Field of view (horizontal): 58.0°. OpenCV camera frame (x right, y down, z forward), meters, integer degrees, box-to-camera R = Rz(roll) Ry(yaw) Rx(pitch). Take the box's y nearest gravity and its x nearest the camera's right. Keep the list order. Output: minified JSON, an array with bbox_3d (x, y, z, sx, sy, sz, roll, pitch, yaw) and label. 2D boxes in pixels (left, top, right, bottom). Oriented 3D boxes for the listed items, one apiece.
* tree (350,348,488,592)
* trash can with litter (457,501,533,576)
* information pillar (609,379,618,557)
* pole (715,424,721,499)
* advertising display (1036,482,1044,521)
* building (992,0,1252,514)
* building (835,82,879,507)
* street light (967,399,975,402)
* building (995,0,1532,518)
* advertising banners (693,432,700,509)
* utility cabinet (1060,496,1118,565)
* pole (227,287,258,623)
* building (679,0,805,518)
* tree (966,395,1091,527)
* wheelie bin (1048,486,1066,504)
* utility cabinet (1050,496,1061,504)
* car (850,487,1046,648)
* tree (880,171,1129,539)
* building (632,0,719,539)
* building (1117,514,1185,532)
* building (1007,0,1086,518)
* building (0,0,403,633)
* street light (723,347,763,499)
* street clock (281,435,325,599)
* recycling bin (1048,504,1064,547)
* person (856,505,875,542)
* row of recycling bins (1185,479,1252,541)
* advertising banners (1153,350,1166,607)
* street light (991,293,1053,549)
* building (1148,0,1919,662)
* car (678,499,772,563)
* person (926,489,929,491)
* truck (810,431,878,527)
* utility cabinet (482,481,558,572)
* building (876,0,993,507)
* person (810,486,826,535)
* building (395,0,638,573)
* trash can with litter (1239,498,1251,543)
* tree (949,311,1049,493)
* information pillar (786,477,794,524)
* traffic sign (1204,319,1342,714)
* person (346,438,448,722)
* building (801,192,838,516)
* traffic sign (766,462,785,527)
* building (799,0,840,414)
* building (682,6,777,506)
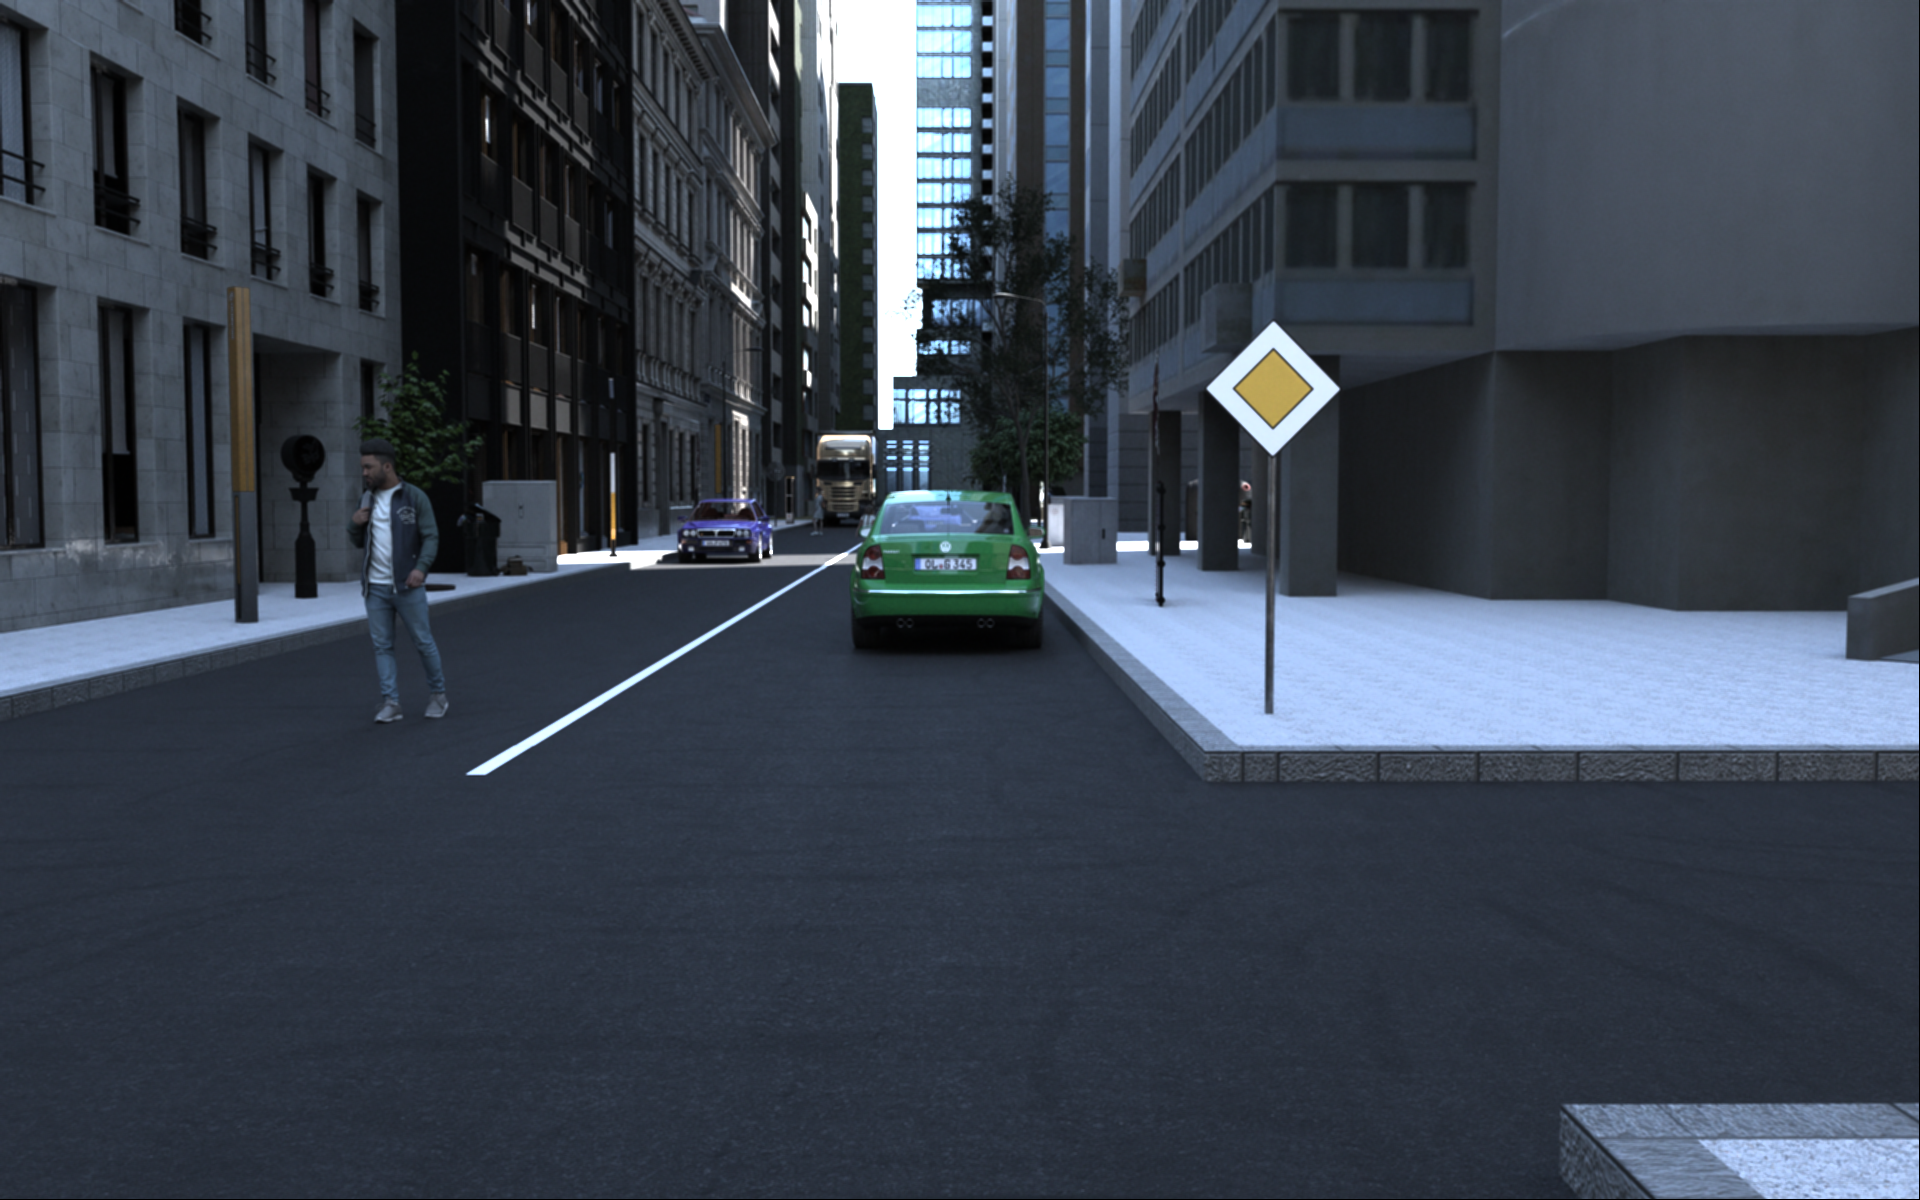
[{"bbox_3d":[-7.160,-1.745,23.137,1.663,3.219,1.824,0,3,0],"label":"tree"},{"bbox_3d":[-7.299,-0.967,27.202,1.055,1.170,0.624,-3,4,-36],"label":"trash can with litter"},{"bbox_3d":[-7.048,-2.677,35.117,0.183,3.616,0.504,-1,4,-13],"label":"information pillar"},{"bbox_3d":[-7.094,-3.482,50.775,0.158,3.312,0.155,0,3,0],"label":"pole"},{"bbox_3d":[3.918,-4.751,82.893,0.123,1.923,0.974,2,4,28],"label":"advertising display"},{"bbox_3d":[13.222,-36.890,145.149,21.231,58.520,28.212,0,4,0],"label":"building"},{"bbox_3d":[-15.346,-30.093,175.617,14.086,41.232,14.154,0,4,0],"label":"building"},{"bbox_3d":[1.030,-6.888,85.162,1.470,5.913,1.316,0,4,0],"label":"street light"},{"bbox_3d":[18.576,-26.086,118.393,32.217,40.220,23.993,0,4,0],"label":"building"},{"bbox_3d":[-7.569,-3.275,49.730,0.090,3.025,2.074,-1,4,-12],"label":"advertising banners"},{"bbox_3d":[2.399,-1.261,31.779,1.020,1.237,0.306,-2,4,-31],"label":"utility cabinet"},{"bbox_3d":[-7.124,-1.428,17.199,0.158,3.312,0.155,0,3,0],"label":"pole"},{"bbox_3d":[-15.928,-19.587,91.952,14.160,30.474,14.107,0,4,0],"label":"building"},{"bbox_3d":[2.645,-4.434,56.206,4.285,4.588,4.351,0,3,0],"label":"tree"},{"bbox_3d":[3.999,-3.931,72.174,0.980,1.594,0.693,-2,4,-35],"label":"wheelie bin"},{"bbox_3d":[3.202,-2.478,51.674,1.020,1.237,0.306,0,4,-3],"label":"utility cabinet"},{"bbox_3d":[-0.092,-0.531,17.475,1.959,1.807,4.718,0,4,1],"label":"car"},{"bbox_3d":[1.937,-7.038,49.491,8.767,10.594,7.601,0,4,-3],"label":"tree"},{"bbox_3d":[-13.825,-11.508,52.788,10.561,19.102,19.286,0,4,0],"label":"building"},{"bbox_3d":[15.666,-32.309,70.246,21.231,58.520,28.212,0,4,0],"label":"building"},{"bbox_3d":[9.837,-27.461,99.101,14.600,45.320,14.200,0,4,0],"label":"building"},{"bbox_3d":[-14.052,-10.040,18.904,10.420,20.320,16.860,0,4,0],"label":"building"},{"bbox_3d":[-6.933,-5.043,55.000,1.470,5.913,1.316,0,4,0],"label":"street light"},{"bbox_3d":[-8.071,-1.025,21.324,0.358,2.002,0.471,2,4,34],"label":"street clock"},{"bbox_3d":[2.542,-1.818,42.280,0.722,1.027,0.722,1,4,11],"label":"recycling bin"},{"bbox_3d":[-1.856,-1.274,34.348,0.505,1.210,0.382,1,4,21],"label":"person"},{"bbox_3d":[7.463,-2.525,48.398,1.069,1.692,3.534,3,5,43],"label":"row of recycling bins"},{"bbox_3d":[2.365,-1.492,20.588,0.090,3.025,2.074,0,4,5],"label":"advertising banners"},{"bbox_3d":[1.455,-4.140,40.233,1.470,5.913,1.316,0,4,0],"label":"street light"},{"bbox_3d":[15.254,-20.451,26.256,23.993,40.220,32.217,0,4,0],"label":"building"},{"bbox_3d":[-5.042,-1.518,37.403,1.945,1.354,3.894,0,4,-1],"label":"car"},{"bbox_3d":[-1.912,-5.909,105.908,0.742,1.727,0.445,-3,5,-45],"label":"person"},{"bbox_3d":[-5.121,-5.514,79.065,2.839,4.237,11.283,0,4,-1],"label":"truck"},{"bbox_3d":[-7.221,-1.206,28.403,1.173,1.500,0.318,1,4,12],"label":"utility cabinet"},{"bbox_3d":[7.155,-53.001,179.232,31.000,86.520,22.319,0,4,0],"label":"building"},{"bbox_3d":[-4.973,-3.151,61.028,0.522,1.701,0.512,1,4,8],"label":"person"},{"bbox_3d":[-14.219,-12.566,35.126,12.332,23.373,15.834,0,4,0],"label":"building"},{"bbox_3d":[7.676,-2.074,45.301,0.624,1.170,1.055,2,4,33],"label":"trash can with litter"},{"bbox_3d":[1.700,-7.288,69.516,4.360,8.622,3.978,0,3,0],"label":"tree"},{"bbox_3d":[-7.329,-4.291,74.652,0.304,2.012,0.304,1,4,9],"label":"information pillar"},{"bbox_3d":[1.803,-0.392,10.056,0.795,2.450,0.064,0,4,0],"label":"traffic sign"},{"bbox_3d":[-3.585,-0.131,10.982,0.623,1.781,0.721,0,4,1],"label":"person"},{"bbox_3d":[-22.726,-16.428,113.631,27.650,21.520,28.899,0,4,0],"label":"building"},{"bbox_3d":[-7.234,-4.146,67.894,0.768,2.556,0.104,0,4,4],"label":"traffic sign"},{"bbox_3d":[-23.834,-33.974,144.707,27.495,52.752,28.713,0,4,0],"label":"building"},{"bbox_3d":[-14.474,-14.477,72.858,11.583,22.565,21.152,0,4,0],"label":"building"}]
